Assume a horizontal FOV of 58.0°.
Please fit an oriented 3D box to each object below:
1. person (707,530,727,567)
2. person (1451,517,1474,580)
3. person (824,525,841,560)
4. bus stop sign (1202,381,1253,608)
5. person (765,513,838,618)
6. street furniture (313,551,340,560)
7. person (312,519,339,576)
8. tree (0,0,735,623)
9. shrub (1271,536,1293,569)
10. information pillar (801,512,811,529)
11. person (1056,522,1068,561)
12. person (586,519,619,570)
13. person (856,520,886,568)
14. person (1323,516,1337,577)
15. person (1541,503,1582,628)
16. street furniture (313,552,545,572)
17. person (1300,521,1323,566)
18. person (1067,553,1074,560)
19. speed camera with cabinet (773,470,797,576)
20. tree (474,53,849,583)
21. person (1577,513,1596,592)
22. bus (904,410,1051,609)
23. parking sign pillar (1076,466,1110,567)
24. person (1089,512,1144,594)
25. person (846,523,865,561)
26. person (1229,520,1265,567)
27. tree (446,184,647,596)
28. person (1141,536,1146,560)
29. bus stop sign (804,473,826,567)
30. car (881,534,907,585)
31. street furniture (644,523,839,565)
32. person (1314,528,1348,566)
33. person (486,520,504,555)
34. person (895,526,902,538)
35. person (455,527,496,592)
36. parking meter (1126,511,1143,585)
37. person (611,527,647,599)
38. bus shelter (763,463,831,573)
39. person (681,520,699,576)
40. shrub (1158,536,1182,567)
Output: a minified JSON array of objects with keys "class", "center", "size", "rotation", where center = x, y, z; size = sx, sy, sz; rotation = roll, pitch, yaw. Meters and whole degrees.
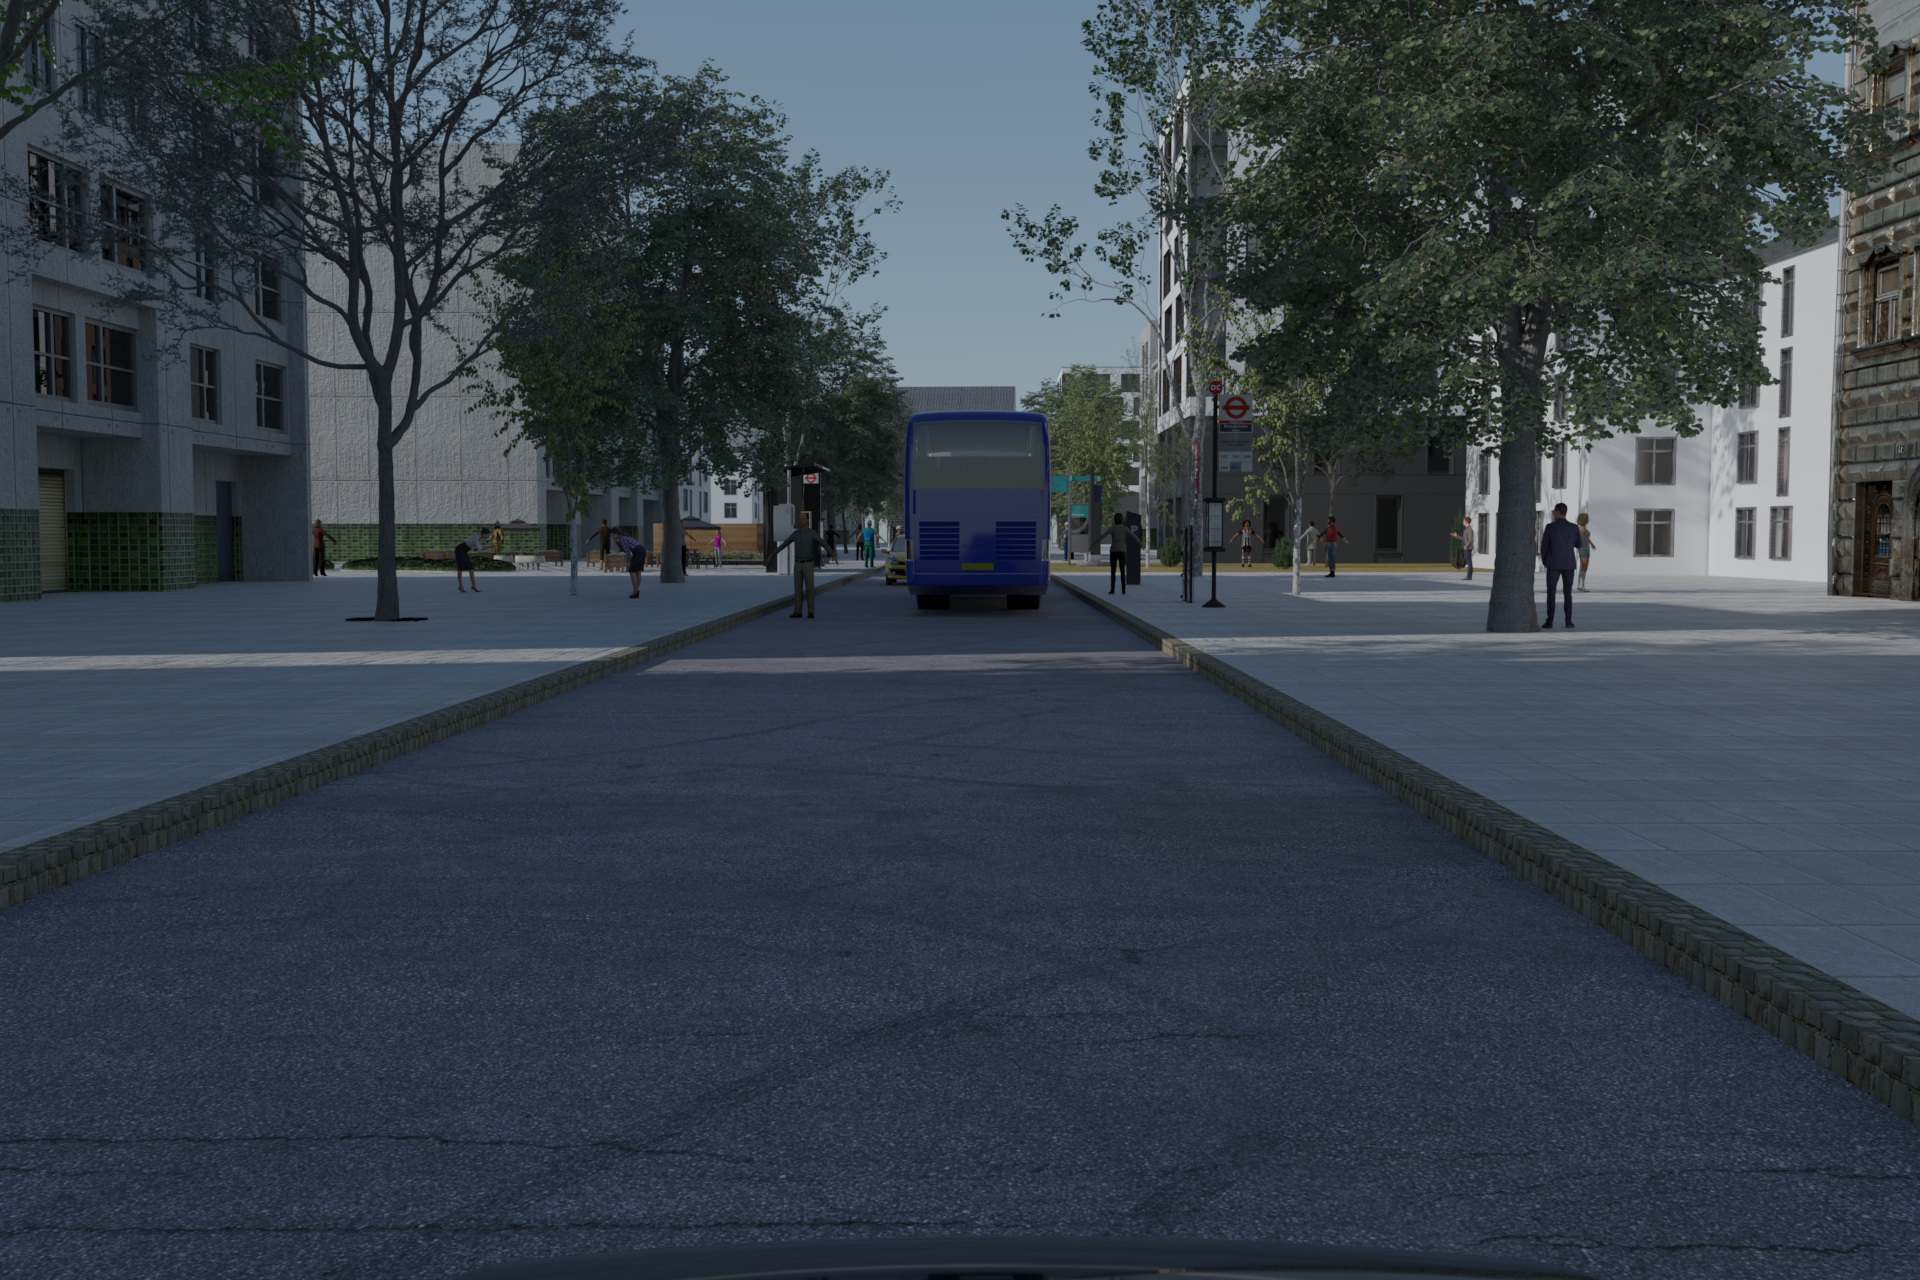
[{"class":"person","center":[-9.372,-3.522,66.854],"size":[0.991,1.433,0.599],"rotation":[2,4,33]},{"class":"person","center":[13.953,-2.543,48.154],"size":[0.750,1.759,0.617],"rotation":[2,4,29]},{"class":"person","center":[-6.304,-4.734,84.114],"size":[1.216,1.740,0.721],"rotation":[-2,4,-28]},{"class":"bus stop sign","center":[4.665,-2.539,30.220],"size":[0.855,3.939,0.416],"rotation":[0,4,1]},{"class":"person","center":[-2.674,-1.273,29.547],"size":[1.348,1.796,0.705],"rotation":[1,4,18]},{"class":"street furniture","center":[-30.657,-3.946,71.370],"size":[11.010,1.723,9.812],"rotation":[1,4,11]},{"class":"person","center":[-19.437,-2.803,52.635],"size":[1.215,1.729,0.721],"rotation":[1,4,13]},{"class":"tree","center":[-8.427,-7.032,25.348],"size":[12.009,13.543,11.850],"rotation":[0,3,0]},{"class":"shrub","center":[11.851,-3.191,63.296],"size":[1.383,1.207,1.383],"rotation":[0,3,0]},{"class":"information pillar","center":[-5.010,-3.183,56.536],"size":[0.304,2.012,0.304],"rotation":[0,4,1]},{"class":"person","center":[5.034,-4.644,81.784],"size":[0.705,1.847,1.347],"rotation":[3,5,45]},{"class":"person","center":[-12.738,-3.425,62.134],"size":[1.346,1.812,0.704],"rotation":[-1,4,-9]},{"class":"person","center":[-3.399,-3.624,65.386],"size":[1.347,1.817,0.704],"rotation":[2,4,29]},{"class":"person","center":[10.989,-2.768,51.373],"size":[0.704,1.816,1.345],"rotation":[1,4,21]},{"class":"person","center":[8.205,-1.020,23.646],"size":[0.541,1.710,0.530],"rotation":[1,4,15]},{"class":"street furniture","center":[-19.699,-2.806,61.506],"size":[10.072,0.657,5.734],"rotation":[1,4,23]},{"class":"person","center":[14.326,-3.945,70.689],"size":[1.347,1.806,0.705],"rotation":[-2,4,-27]},{"class":"person","center":[5.556,-4.936,86.897],"size":[0.705,1.806,1.347],"rotation":[-2,4,-24]},{"class":"speed camera with cabinet","center":[-5.459,-3.667,54.285],"size":[0.660,3.252,2.038],"rotation":[0,4,1]},{"class":"tree","center":[-7.711,-8.482,45.335],"size":[9.857,13.997,8.962],"rotation":[0,3,0]},{"class":"person","center":[13.936,-1.949,38.471],"size":[0.721,1.753,1.214],"rotation":[1,4,8]},{"class":"bus","center":[0.403,-2.707,35.806],"size":[2.896,3.916,12.251],"rotation":[0,4,1]},{"class":"parking sign pillar","center":[5.361,-4.920,68.908],"size":[1.447,3.967,1.447],"rotation":[0,4,1]},{"class":"person","center":[3.364,-1.853,37.063],"size":[1.215,1.744,0.721],"rotation":[-1,4,-9]},{"class":"person","center":[-4.850,-4.759,83.942],"size":[1.348,1.813,0.705],"rotation":[-1,4,-13]},{"class":"person","center":[11.095,-3.723,67.013],"size":[1.345,1.843,0.704],"rotation":[0,4,2]},{"class":"tree","center":[-8.239,-5.224,35.772],"size":[4.737,8.622,4.395],"rotation":[0,3,0]},{"class":"person","center":[8.705,-4.832,84.778],"size":[0.705,1.856,1.354],"rotation":[-2,4,-28]},{"class":"bus stop sign","center":[-5.709,-4.852,68.037],"size":[0.855,3.939,0.416],"rotation":[0,4,2]},{"class":"car","center":[-1.239,-2.417,49.750],"size":[2.015,1.641,3.980],"rotation":[0,3,0]},{"class":"street furniture","center":[-9.438,-4.076,73.492],"size":[11.010,1.723,9.812],"rotation":[1,4,16]},{"class":"person","center":[14.767,-3.858,69.014],"size":[1.347,1.837,0.705],"rotation":[0,4,6]},{"class":"person","center":[-19.022,-3.995,71.090],"size":[0.705,1.858,1.354],"rotation":[-3,5,-43]},{"class":"person","center":[-2.363,-3.737,70.013],"size":[0.721,1.772,1.216],"rotation":[1,4,19]},{"class":"person","center":[-10.685,-1.766,38.112],"size":[0.799,1.438,0.628],"rotation":[-2,4,-34]},{"class":"parking meter","center":[4.407,-2.329,43.798],"size":[0.399,1.863,0.255],"rotation":[0,4,0]},{"class":"person","center":[-6.591,-1.542,34.482],"size":[0.697,1.427,0.421],"rotation":[0,4,-7]},{"class":"bus shelter","center":[-5.641,-4.228,60.416],"size":[1.731,3.624,6.357],"rotation":[0,4,1]},{"class":"person","center":[-8.535,-2.839,53.222],"size":[1.217,1.737,0.721],"rotation":[-3,5,-44]},{"class":"shrub","center":[8.178,-3.440,67.356],"size":[1.383,1.207,1.383],"rotation":[0,3,0]}]
